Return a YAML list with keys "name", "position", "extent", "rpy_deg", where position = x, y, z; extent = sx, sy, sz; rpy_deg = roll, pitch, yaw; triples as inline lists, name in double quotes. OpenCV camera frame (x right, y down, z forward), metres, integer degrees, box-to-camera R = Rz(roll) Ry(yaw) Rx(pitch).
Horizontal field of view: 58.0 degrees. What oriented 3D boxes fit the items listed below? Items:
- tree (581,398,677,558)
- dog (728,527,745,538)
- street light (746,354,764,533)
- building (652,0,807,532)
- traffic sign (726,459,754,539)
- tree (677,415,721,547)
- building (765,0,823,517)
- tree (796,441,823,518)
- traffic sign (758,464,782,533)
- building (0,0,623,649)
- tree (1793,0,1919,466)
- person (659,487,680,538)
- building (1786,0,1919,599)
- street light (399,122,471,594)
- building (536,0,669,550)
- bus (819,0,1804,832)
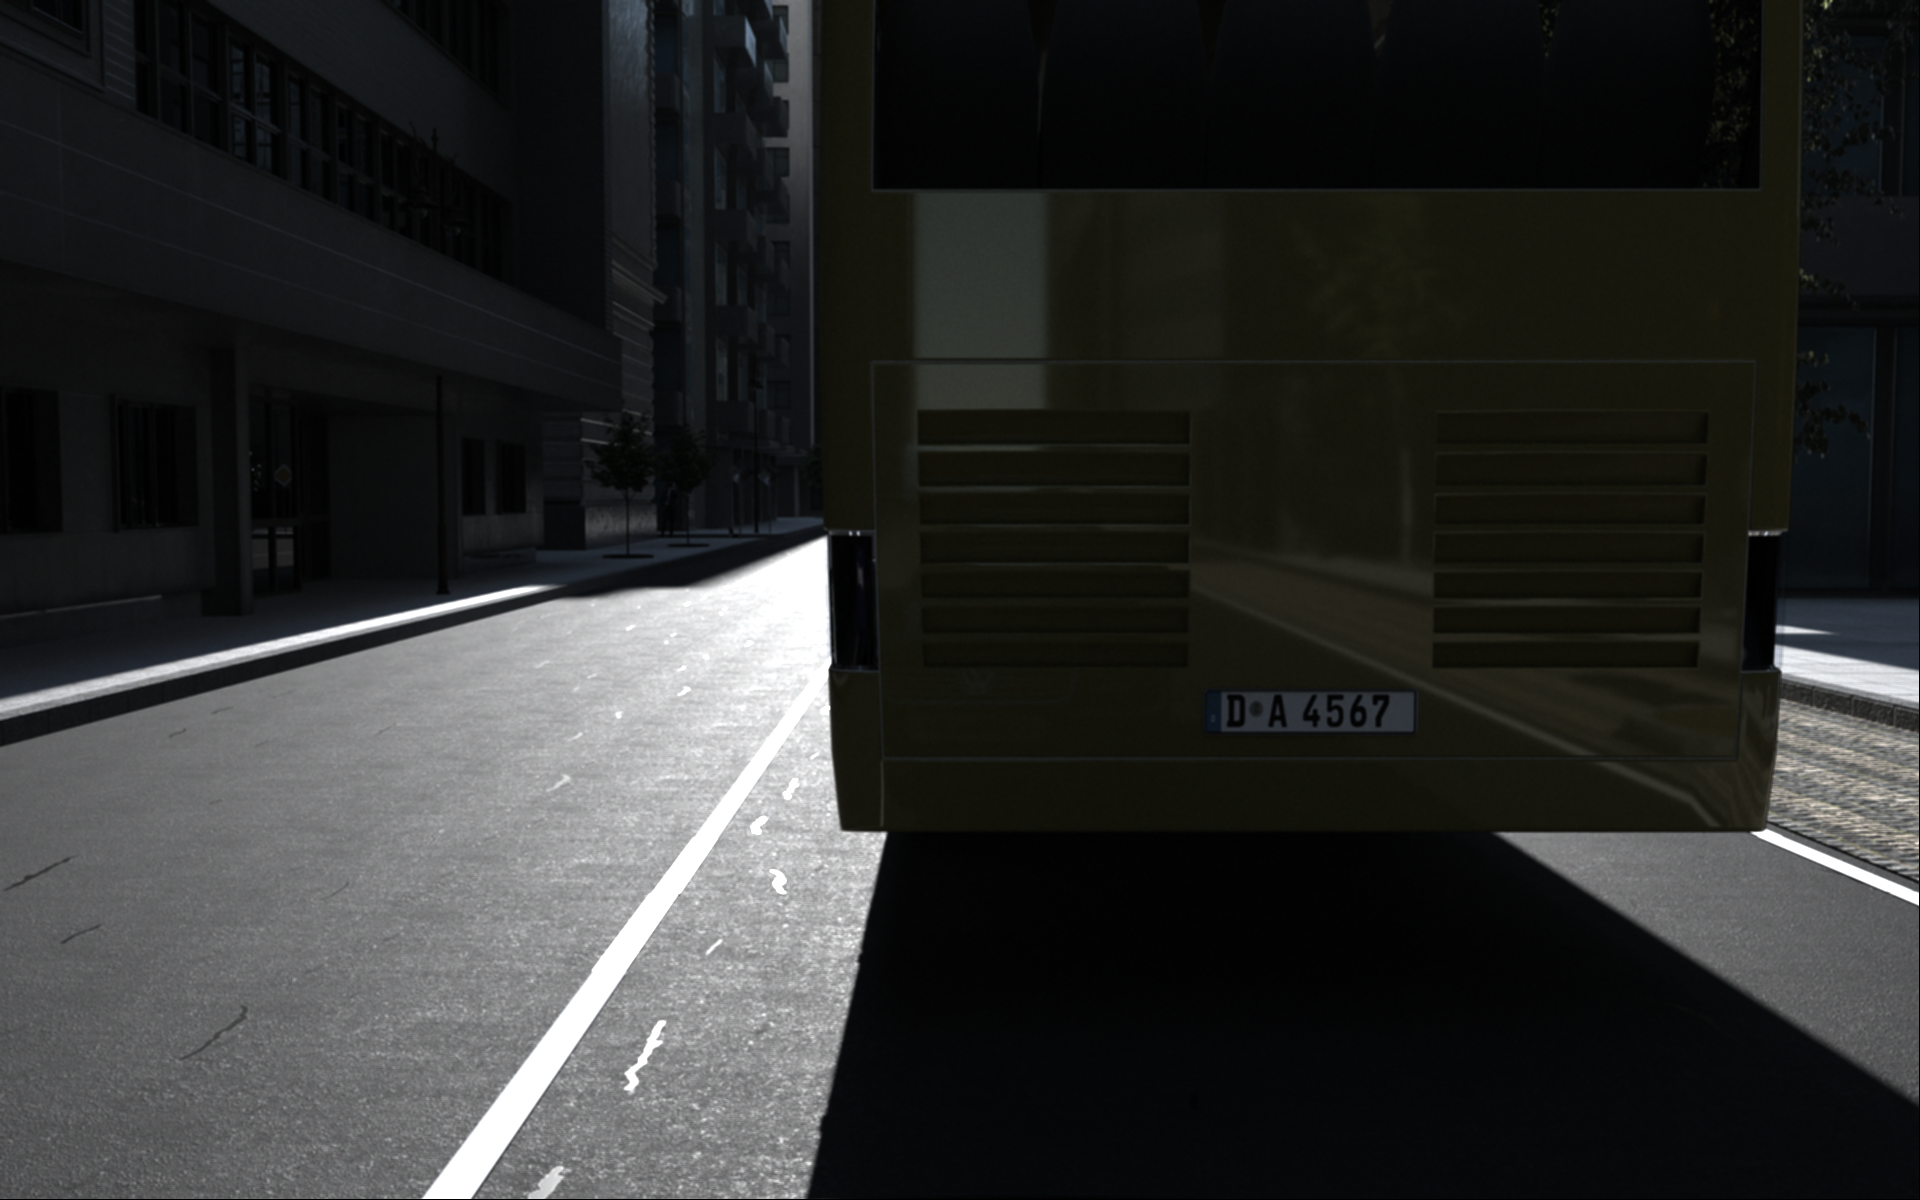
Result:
- name: "tree"
  position: [-6.762, -2.472, 35.014]
  extent: [1.663, 3.219, 1.824]
  rpy_deg: [0, 3, 0]
- name: "dog"
  position: [-7.073, -2.115, 54.771]
  extent: [0.748, 0.427, 0.550]
  rpy_deg: [1, 4, 15]
- name: "street light"
  position: [-6.734, -5.159, 57.130]
  extent: [0.468, 5.910, 1.993]
  rpy_deg: [0, 4, 0]
- name: "building"
  position: [-18.910, -27.565, 70.298]
  extent: [23.786, 49.044, 30.456]
  rpy_deg: [0, 4, 0]
- name: "traffic sign"
  position: [-6.208, -2.769, 48.909]
  extent: [0.795, 2.450, 0.064]
  rpy_deg: [0, 4, 0]
- name: "tree"
  position: [-6.802, -2.922, 42.374]
  extent: [1.663, 3.219, 1.824]
  rpy_deg: [0, 3, 0]
- name: "building"
  position: [-12.373, -25.516, 100.779]
  extent: [14.154, 41.232, 14.086]
  rpy_deg: [0, 4, 0]
- name: "tree"
  position: [-7.113, -6.651, 92.460]
  extent: [4.285, 4.588, 4.351]
  rpy_deg: [0, 3, 0]
- name: "traffic sign"
  position: [-6.243, -3.257, 56.894]
  extent: [0.795, 2.450, 0.064]
  rpy_deg: [0, 4, 0]
- name: "building"
  position: [-13.276, -12.111, 17.084]
  extent: [14.314, 24.678, 30.058]
  rpy_deg: [0, 4, 0]
- name: "tree"
  position: [6.884, -3.994, 15.660]
  extent: [4.360, 8.622, 3.978]
  rpy_deg: [0, 3, 0]
- name: "person"
  position: [-8.978, -2.798, 53.614]
  extent: [0.648, 1.900, 0.474]
  rpy_deg: [-1, 4, -15]
- name: "building"
  position: [17.771, -25.264, 32.672]
  extent: [23.786, 49.044, 30.456]
  rpy_deg: [0, 4, 0]
- name: "street light"
  position: [-6.628, -3.012, 22.033]
  extent: [0.468, 5.910, 1.993]
  rpy_deg: [0, 4, 0]
- name: "building"
  position: [-17.790, -13.125, 43.475]
  extent: [19.941, 23.489, 11.050]
  rpy_deg: [0, 4, 0]
- name: "bus"
  position: [0.915, -1.158, 10.485]
  extent: [2.896, 3.916, 12.252]
  rpy_deg: [0, 4, 0]
